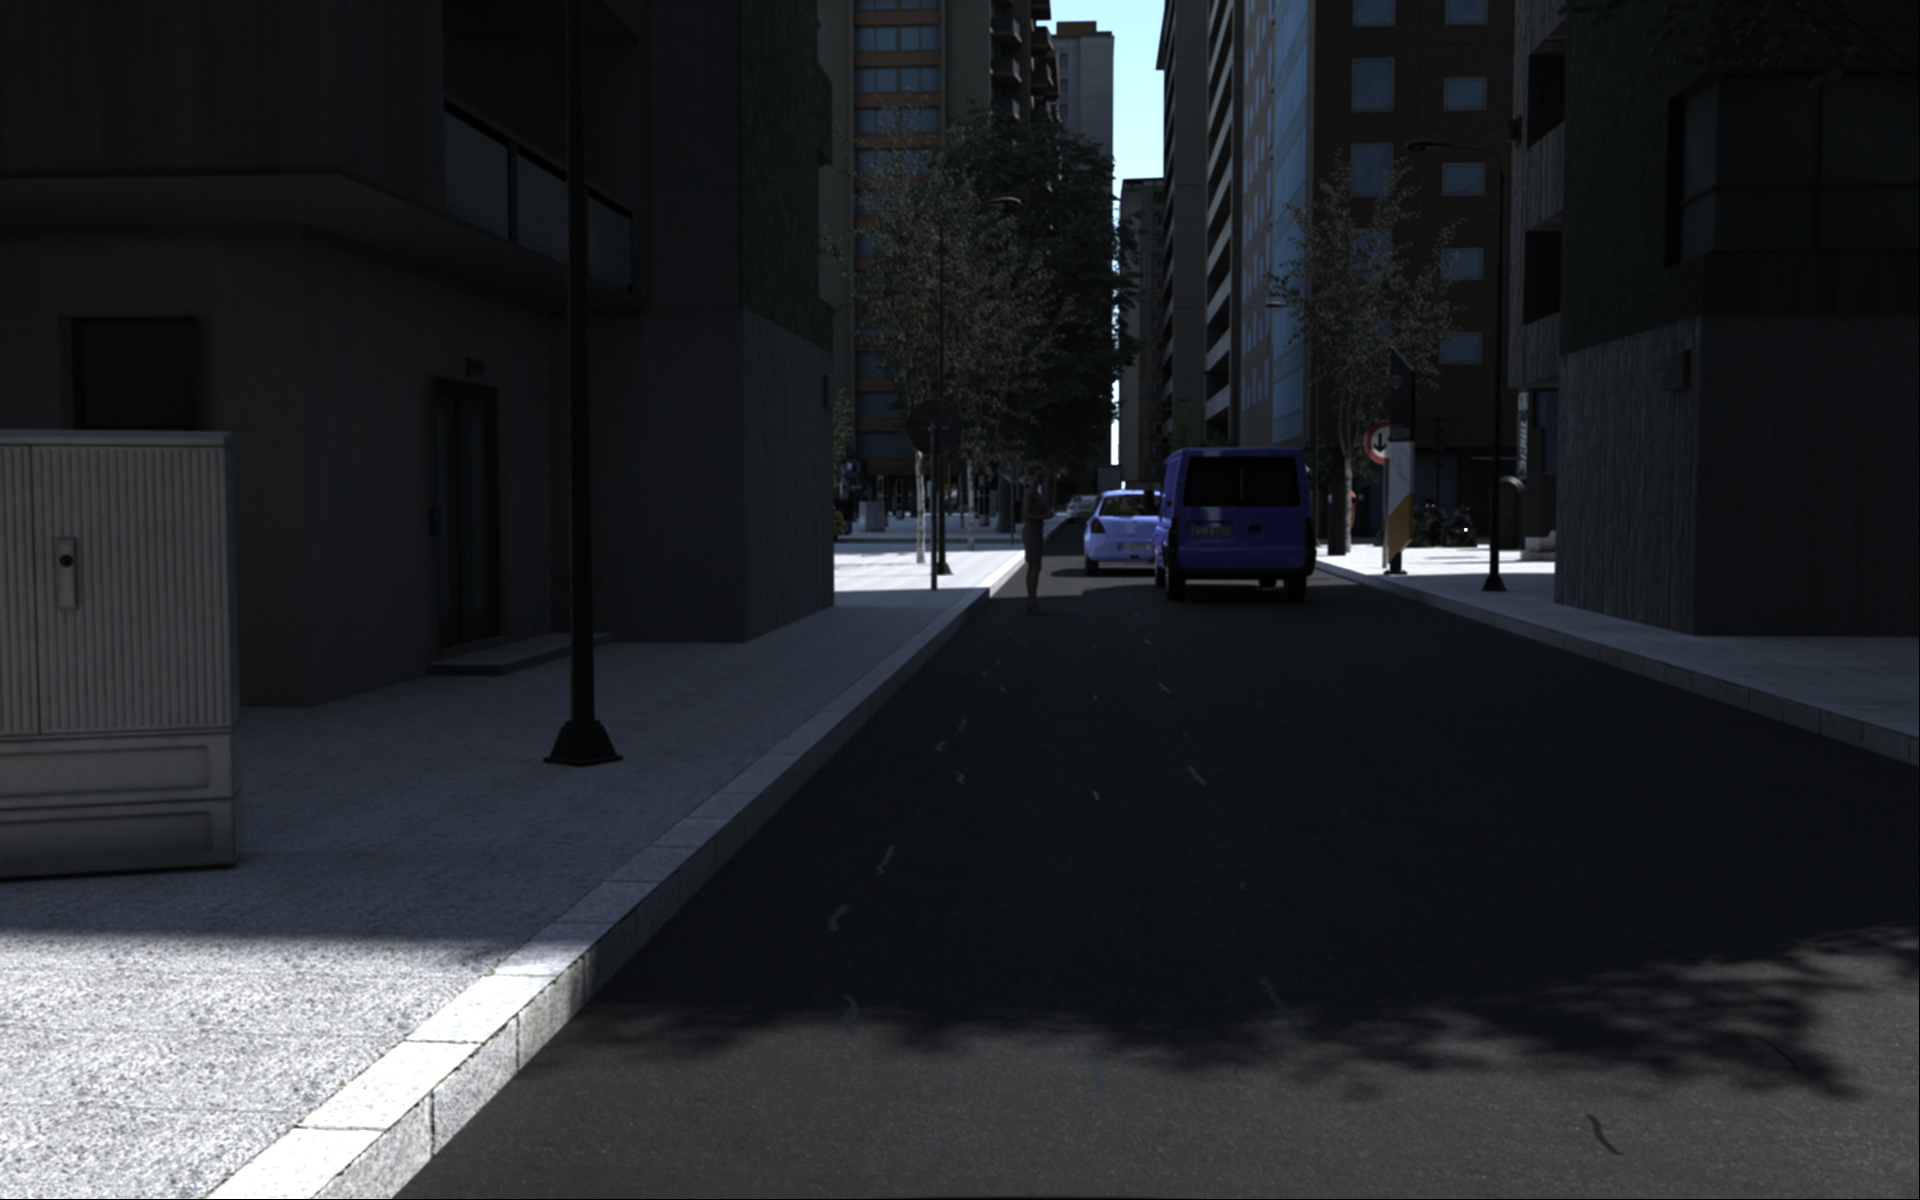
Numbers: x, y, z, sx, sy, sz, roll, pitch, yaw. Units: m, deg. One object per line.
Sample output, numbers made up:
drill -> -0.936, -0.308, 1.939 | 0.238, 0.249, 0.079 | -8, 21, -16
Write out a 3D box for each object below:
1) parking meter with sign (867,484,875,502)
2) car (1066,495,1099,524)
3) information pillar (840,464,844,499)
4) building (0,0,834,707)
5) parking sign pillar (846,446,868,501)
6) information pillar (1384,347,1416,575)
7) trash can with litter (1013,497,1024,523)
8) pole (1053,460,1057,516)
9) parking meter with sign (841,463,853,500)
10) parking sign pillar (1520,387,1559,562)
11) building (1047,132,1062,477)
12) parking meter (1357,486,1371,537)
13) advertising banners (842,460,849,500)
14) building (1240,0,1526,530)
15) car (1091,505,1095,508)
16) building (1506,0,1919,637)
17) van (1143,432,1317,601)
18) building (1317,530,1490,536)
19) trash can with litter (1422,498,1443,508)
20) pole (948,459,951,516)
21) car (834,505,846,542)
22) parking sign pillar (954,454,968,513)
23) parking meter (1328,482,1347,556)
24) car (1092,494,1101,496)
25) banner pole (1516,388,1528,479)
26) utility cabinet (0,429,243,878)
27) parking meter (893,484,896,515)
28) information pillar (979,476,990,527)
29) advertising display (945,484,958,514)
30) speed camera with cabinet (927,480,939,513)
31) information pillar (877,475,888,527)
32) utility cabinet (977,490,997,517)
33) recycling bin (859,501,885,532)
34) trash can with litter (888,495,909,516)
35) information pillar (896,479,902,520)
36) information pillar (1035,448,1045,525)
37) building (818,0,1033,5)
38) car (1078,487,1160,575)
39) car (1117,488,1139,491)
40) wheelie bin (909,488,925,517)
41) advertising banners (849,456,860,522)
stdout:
parking meter with sign -> -6.781, -7.998, 127.031 | 0.543, 3.016, 1.738 | 2, 4, 25
car -> 6.240, -4.466, 85.380 | 2.083, 1.381, 4.827 | 0, 4, 6
information pillar -> -8.332, -8.079, 123.439 | 0.504, 3.616, 0.183 | 3, 5, 44
building -> -8.977, -20.117, 12.505 | 14.154, 41.232, 14.086 | 0, 4, 4
parking sign pillar -> -5.845, -6.639, 97.021 | 1.447, 3.967, 1.447 | 2, 4, 27
information pillar -> 6.990, -2.208, 27.452 | 0.183, 3.616, 0.504 | -2, 4, -30
trash can with litter -> 2.618, -3.945, 75.891 | 1.055, 1.170, 0.624 | -1, 4, -14
pole -> 5.461, -6.458, 99.430 | 0.158, 3.312, 0.155 | 0, 3, 0
parking meter with sign -> -6.266, -6.038, 94.989 | 0.543, 3.016, 1.738 | 0, 4, 6
parking sign pillar -> 11.549, -2.739, 33.257 | 1.447, 3.967, 1.447 | -1, 4, -21
building -> 4.331, -31.217, 193.996 | 14.086, 41.232, 14.154 | 0, 4, 4
parking meter -> 12.054, -2.648, 51.700 | 0.372, 1.533, 0.369 | 0, 3, 0
advertising banners -> -5.624, -5.694, 89.286 | 0.090, 3.025, 2.074 | 1, 4, 22
building -> 19.717, -25.928, 74.037 | 14.600, 45.320, 14.200 | 0, 4, 4
car -> 6.108, -3.504, 67.513 | 2.015, 1.641, 3.980 | 0, 4, 5
building -> 14.162, -15.250, 21.037 | 14.160, 30.474, 14.107 | 0, 4, 4
van -> 3.835, -1.262, 25.016 | 2.240, 2.365, 5.245 | 0, 4, 4
building -> 18.204, -24.920, 57.552 | 14.200, 45.320, 14.600 | 0, 4, 4
trash can with litter -> 13.793, -2.364, 50.031 | 1.055, 1.170, 0.624 | -2, 4, -24
pole -> -0.627, -6.611, 101.926 | 0.158, 3.312, 0.155 | 0, 3, 0
car -> -5.254, -2.381, 49.149 | 3.980, 1.641, 2.015 | 0, 4, 5
parking sign pillar -> 0.304, -7.936, 118.231 | 1.447, 3.967, 1.447 | 2, 4, 26
parking meter -> 7.888, -1.701, 36.223 | 0.372, 1.533, 0.369 | 0, 3, 0
car -> 10.868, -7.620, 136.594 | 2.014, 1.417, 4.499 | 0, 4, 3
banner pole -> 11.655, -2.786, 35.572 | 0.401, 3.779, 0.863 | -1, 4, -15
utility cabinet -> -3.071, 0.175, 5.816 | 1.173, 1.500, 0.318 | -1, 4, -18
parking meter -> -3.791, -5.977, 103.436 | 0.399, 1.863, 0.255 | -1, 4, -15
information pillar -> 0.965, -3.921, 68.602 | 0.304, 2.012, 0.304 | -3, 5, -44
advertising display -> -0.565, -6.467, 110.951 | 0.974, 1.923, 0.123 | 2, 4, 24
speed camera with cabinet -> -1.761, -7.428, 115.787 | 0.660, 3.252, 2.038 | 1, 4, 10
information pillar -> -3.050, -3.908, 68.391 | 0.304, 2.012, 0.304 | 3, 5, 39
utility cabinet -> 1.480, -5.295, 95.252 | 1.173, 1.500, 0.318 | -3, 5, -41
recycling bin -> -2.994, -2.840, 58.984 | 0.722, 1.027, 0.722 | -1, 4, -21
trash can with litter -> -3.980, -5.519, 101.298 | 2.233, 1.210, 1.678 | 3, 5, 41
information pillar -> -3.038, -5.020, 86.561 | 0.304, 2.012, 0.304 | 0, 4, -3
information pillar -> 3.310, -4.937, 72.079 | 0.183, 3.616, 0.504 | -3, 4, -38
building -> -3.730, -29.747, 140.986 | 22.147, 44.769, 28.867 | 0, 4, 4
car -> 3.137, -1.357, 31.785 | 1.945, 1.707, 3.694 | 0, 4, 3
car -> 11.366, -6.637, 117.192 | 2.281, 1.827, 5.304 | 0, 4, 4
wheelie bin -> -2.406, -5.333, 95.097 | 0.980, 1.594, 0.693 | -3, 5, -44
advertising banners -> -4.778, -5.078, 79.207 | 0.090, 3.025, 2.074 | 0, 4, 3
